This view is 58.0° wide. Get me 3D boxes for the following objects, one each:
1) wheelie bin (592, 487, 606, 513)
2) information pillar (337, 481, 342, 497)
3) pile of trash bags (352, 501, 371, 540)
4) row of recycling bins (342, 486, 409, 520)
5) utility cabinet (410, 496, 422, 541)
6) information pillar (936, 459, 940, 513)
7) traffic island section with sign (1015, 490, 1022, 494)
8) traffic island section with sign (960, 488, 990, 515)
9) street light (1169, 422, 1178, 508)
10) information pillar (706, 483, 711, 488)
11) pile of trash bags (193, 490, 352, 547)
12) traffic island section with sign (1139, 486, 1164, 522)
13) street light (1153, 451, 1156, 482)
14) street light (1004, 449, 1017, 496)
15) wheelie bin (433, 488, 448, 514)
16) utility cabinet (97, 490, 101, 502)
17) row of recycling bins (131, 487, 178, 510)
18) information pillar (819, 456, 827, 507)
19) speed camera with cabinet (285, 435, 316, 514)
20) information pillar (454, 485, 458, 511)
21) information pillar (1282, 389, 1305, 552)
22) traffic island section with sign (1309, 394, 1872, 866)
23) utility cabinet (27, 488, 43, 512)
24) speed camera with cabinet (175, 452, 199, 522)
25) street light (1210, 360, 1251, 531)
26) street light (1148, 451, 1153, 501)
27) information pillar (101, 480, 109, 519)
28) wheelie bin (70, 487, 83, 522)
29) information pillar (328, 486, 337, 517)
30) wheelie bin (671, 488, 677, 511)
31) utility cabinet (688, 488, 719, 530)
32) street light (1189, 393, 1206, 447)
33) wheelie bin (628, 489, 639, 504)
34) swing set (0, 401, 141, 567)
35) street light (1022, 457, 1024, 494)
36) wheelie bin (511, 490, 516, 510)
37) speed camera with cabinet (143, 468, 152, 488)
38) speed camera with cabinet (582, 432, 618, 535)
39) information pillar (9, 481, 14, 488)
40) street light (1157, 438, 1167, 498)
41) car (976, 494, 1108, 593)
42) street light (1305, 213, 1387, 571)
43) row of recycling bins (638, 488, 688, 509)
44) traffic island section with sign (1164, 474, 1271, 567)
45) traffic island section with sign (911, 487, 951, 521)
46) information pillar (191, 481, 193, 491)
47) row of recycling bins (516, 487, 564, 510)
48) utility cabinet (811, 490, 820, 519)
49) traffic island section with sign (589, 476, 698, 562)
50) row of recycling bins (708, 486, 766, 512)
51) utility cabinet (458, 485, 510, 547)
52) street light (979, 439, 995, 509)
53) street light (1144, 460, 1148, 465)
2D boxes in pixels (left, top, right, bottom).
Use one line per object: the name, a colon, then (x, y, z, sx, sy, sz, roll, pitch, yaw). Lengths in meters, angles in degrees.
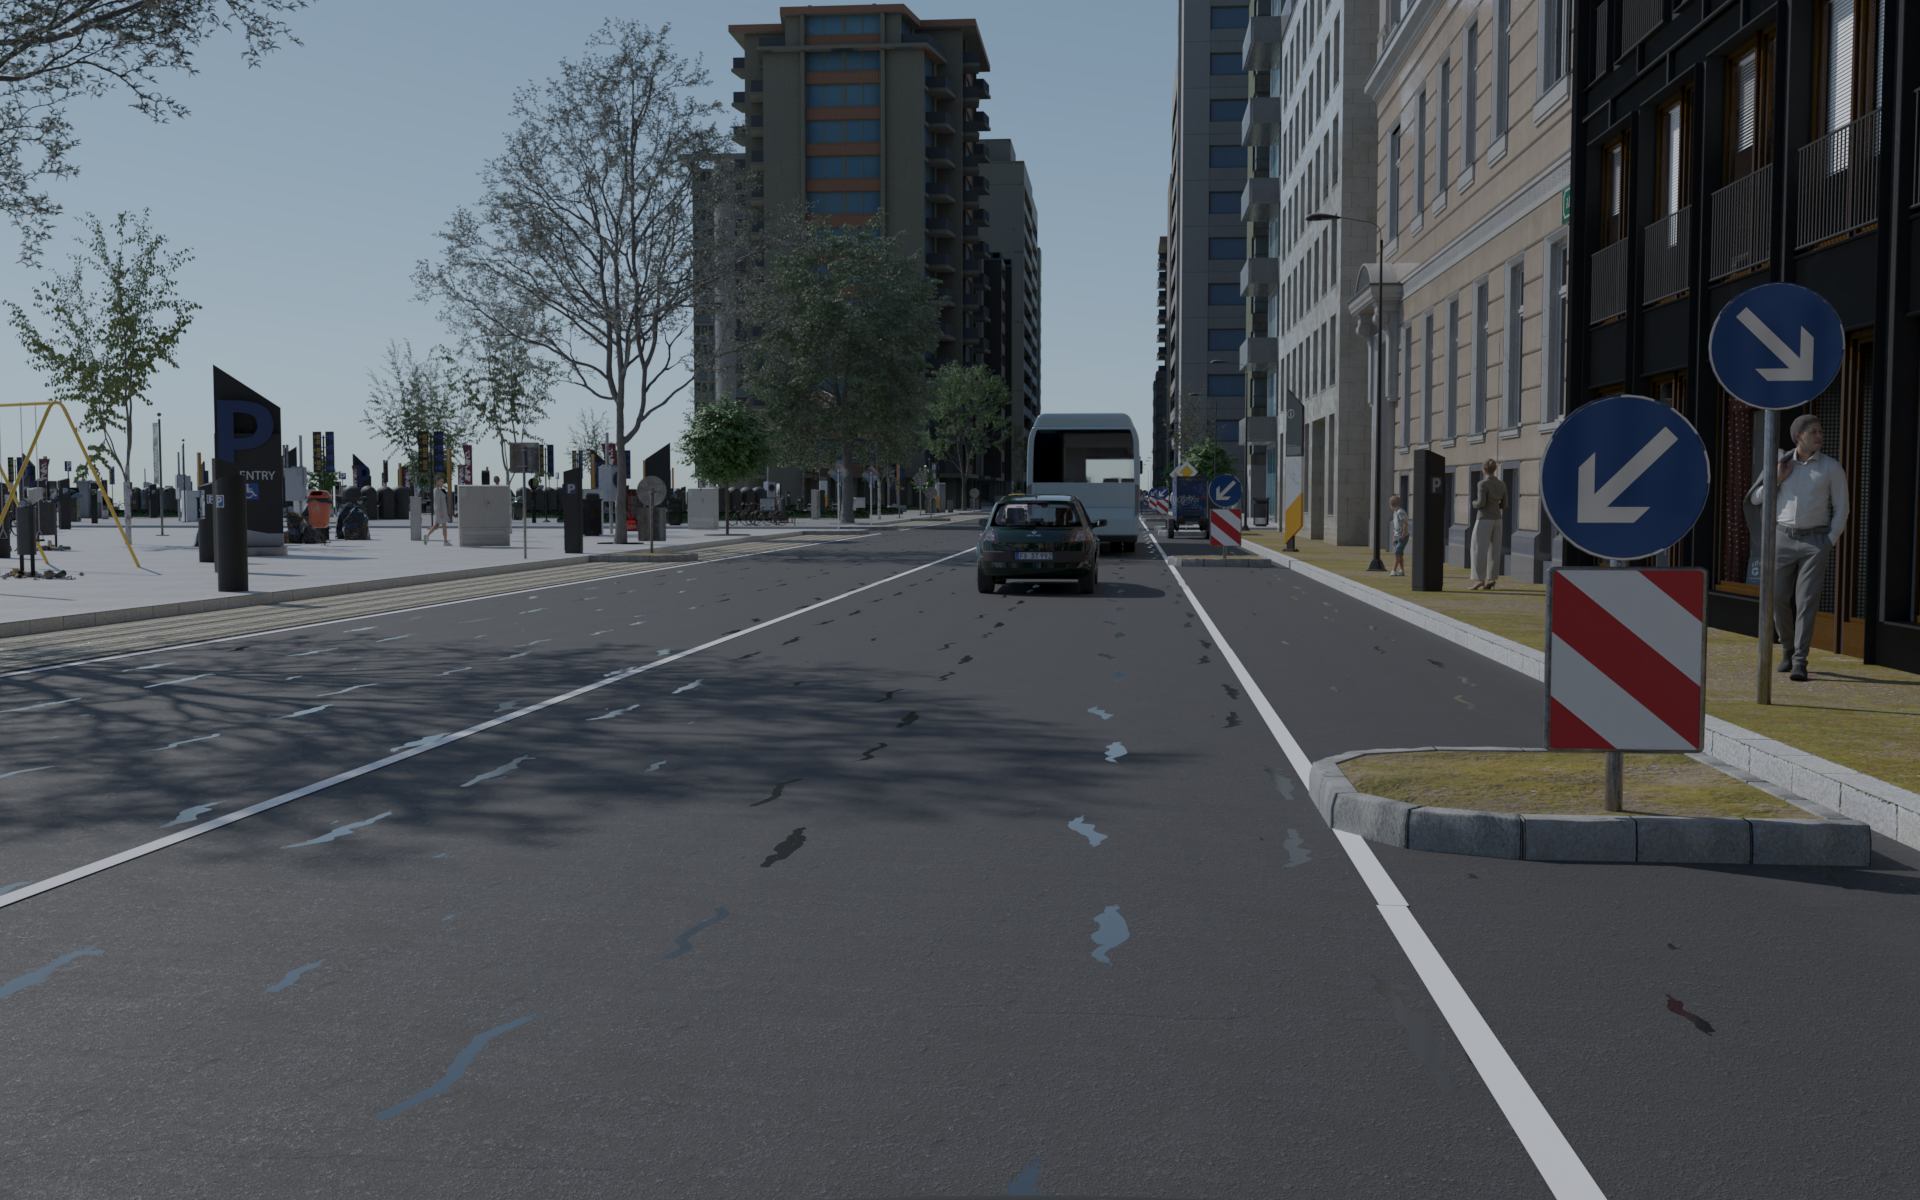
wheelie bin: (-17.388, -4.585, 82.878, 0.693, 1.594, 0.980, 2, 4, 32)
information pillar: (-35.722, -5.811, 99.504, 0.304, 2.012, 0.304, 0, 4, -5)
pile of trash bags: (-18.311, -2.373, 48.551, 3.447, 1.369, 1.912, -1, 4, -15)
row of recycling bins: (-29.211, -4.872, 86.773, 1.069, 1.692, 3.534, 3, 5, 39)
utility cabinet: (-15.113, -2.261, 48.137, 0.306, 1.237, 1.020, -1, 4, -16)
information pillar: (-1.510, -7.653, 116.487, 0.183, 3.616, 0.504, 1, 4, 21)
traffic island section with sign: (5.751, -9.765, 168.289, 1.989, 1.847, 2.006, 0, 4, 5)
traffic island section with sign: (1.024, -6.717, 118.451, 1.989, 1.847, 2.006, 0, 4, 5)
street light: (14.257, -8.501, 111.525, 1.470, 5.913, 1.316, 0, 4, 5)
information pillar: (-13.869, -6.366, 95.446, 0.183, 3.616, 0.504, -2, 4, -34)
pile of trash bags: (-17.246, -2.032, 42.971, 3.447, 1.369, 1.912, 0, 4, 3)
traffic island section with sign: (10.531, -5.050, 91.191, 1.989, 1.847, 2.006, 0, 4, 5)
street light: (18.376, -11.194, 155.569, 1.470, 5.913, 1.316, 0, 4, 5)
street light: (5.117, -12.537, 177.516, 1.470, 5.913, 1.316, 0, 4, 5)
wheelie bin: (-28.405, -5.317, 94.841, 0.980, 1.594, 0.693, 2, 4, 31)
utility cabinet: (-52.016, -5.820, 103.838, 1.173, 1.500, 0.318, -2, 4, -24)
row of recycling bins: (-46.158, -5.627, 99.115, 3.534, 1.692, 1.069, 2, 4, 24)
information pillar: (-8.476, -7.089, 107.258, 0.504, 3.616, 0.183, -1, 4, -12)
speed camera with cabinet: (-22.414, -3.948, 58.892, 0.660, 3.252, 2.038, 0, 4, -7)
information pillar: (-39.277, -7.996, 135.229, 0.304, 2.012, 0.304, 0, 4, 8)
information pillar: (7.413, -2.878, 38.406, 0.183, 3.616, 0.504, -3, 4, -36)
traffic island section with sign: (2.615, 0.057, 7.697, 1.989, 1.847, 2.006, 0, 4, 5)
utility cabinet: (-31.822, -3.114, 59.586, 0.318, 1.500, 1.173, -3, 4, -37)
speed camera with cabinet: (-36.177, -5.305, 81.078, 0.660, 3.252, 2.038, -3, 4, -37)
street light: (9.394, -5.358, 60.148, 1.470, 5.913, 1.316, 0, 4, 5)
street light: (21.368, -13.159, 187.685, 1.470, 5.913, 1.316, 0, 4, 5)
information pillar: (-43.608, -5.126, 88.305, 0.304, 2.012, 0.304, -2, 4, -29)
wheelie bin: (-41.131, -4.424, 80.239, 0.980, 1.594, 0.693, -1, 4, -10)
information pillar: (-35.204, -5.645, 96.790, 0.304, 2.012, 0.304, 0, 4, -3)
wheelie bin: (-15.591, -5.180, 92.600, 0.980, 1.594, 0.693, -1, 4, -22)
utility cabinet: (-9.136, -3.234, 61.558, 1.173, 1.500, 0.318, 2, 4, 31)
street light: (11.244, -6.565, 79.882, 1.470, 5.913, 1.316, 0, 4, 5)
wheelie bin: (-19.832, -5.918, 104.660, 0.980, 1.594, 0.693, 2, 4, 30)
swing set: (-16.466, -1.978, 29.967, 3.119, 2.851, 2.862, 2, 4, 32)
street light: (8.143, -14.483, 209.334, 1.470, 5.913, 1.316, 0, 4, 5)
wheelie bin: (-31.172, -6.840, 119.736, 0.693, 1.594, 0.980, 1, 4, 16)
speed camera with cabinet: (-62.196, -8.472, 132.857, 0.660, 3.252, 2.038, -2, 4, -32)
speed camera with cabinet: (-11.484, -3.705, 54.917, 0.660, 3.252, 2.038, 2, 4, 29)
information pillar: (-69.468, -8.283, 126.783, 0.183, 3.616, 0.504, 0, 4, 5)
street light: (17.185, -10.421, 142.928, 1.470, 5.913, 1.316, 0, 4, 5)
car: (1.236, -1.017, 26.418, 2.009, 1.686, 4.222, 0, 4, 6)
street light: (6.408, -3.438, 28.750, 1.470, 5.913, 1.316, 0, 4, 5)
row of recycling bins: (-20.868, -6.930, 120.410, 3.534, 1.692, 1.069, 1, 4, 16)
traffic island section with sign: (5.206, -1.611, 34.967, 1.989, 1.847, 2.006, 0, 4, 5)
traffic island section with sign: (-1.518, -5.076, 91.616, 1.989, 1.847, 2.006, 0, 4, 5)
information pillar: (-44.054, -5.783, 99.046, 0.304, 2.012, 0.304, -2, 4, -34)
row of recycling bins: (-23.873, -5.620, 98.997, 1.069, 1.692, 3.534, 2, 4, 33)
utility cabinet: (-7.258, -4.804, 87.225, 0.318, 1.500, 1.173, 0, 4, 3)
traffic island section with sign: (-6.683, -1.734, 36.986, 1.989, 1.847, 2.006, 0, 4, 5)
row of recycling bins: (-12.414, -5.553, 97.896, 3.534, 1.692, 1.069, -3, 5, -45)
utility cabinet: (-11.463, -2.020, 41.705, 1.173, 1.500, 0.318, -1, 4, -21)
street light: (2.235, -10.616, 146.108, 1.470, 5.913, 1.316, 0, 4, 5)
street light: (24.401, -15.079, 219.079, 1.470, 5.913, 1.316, 0, 4, 5)
